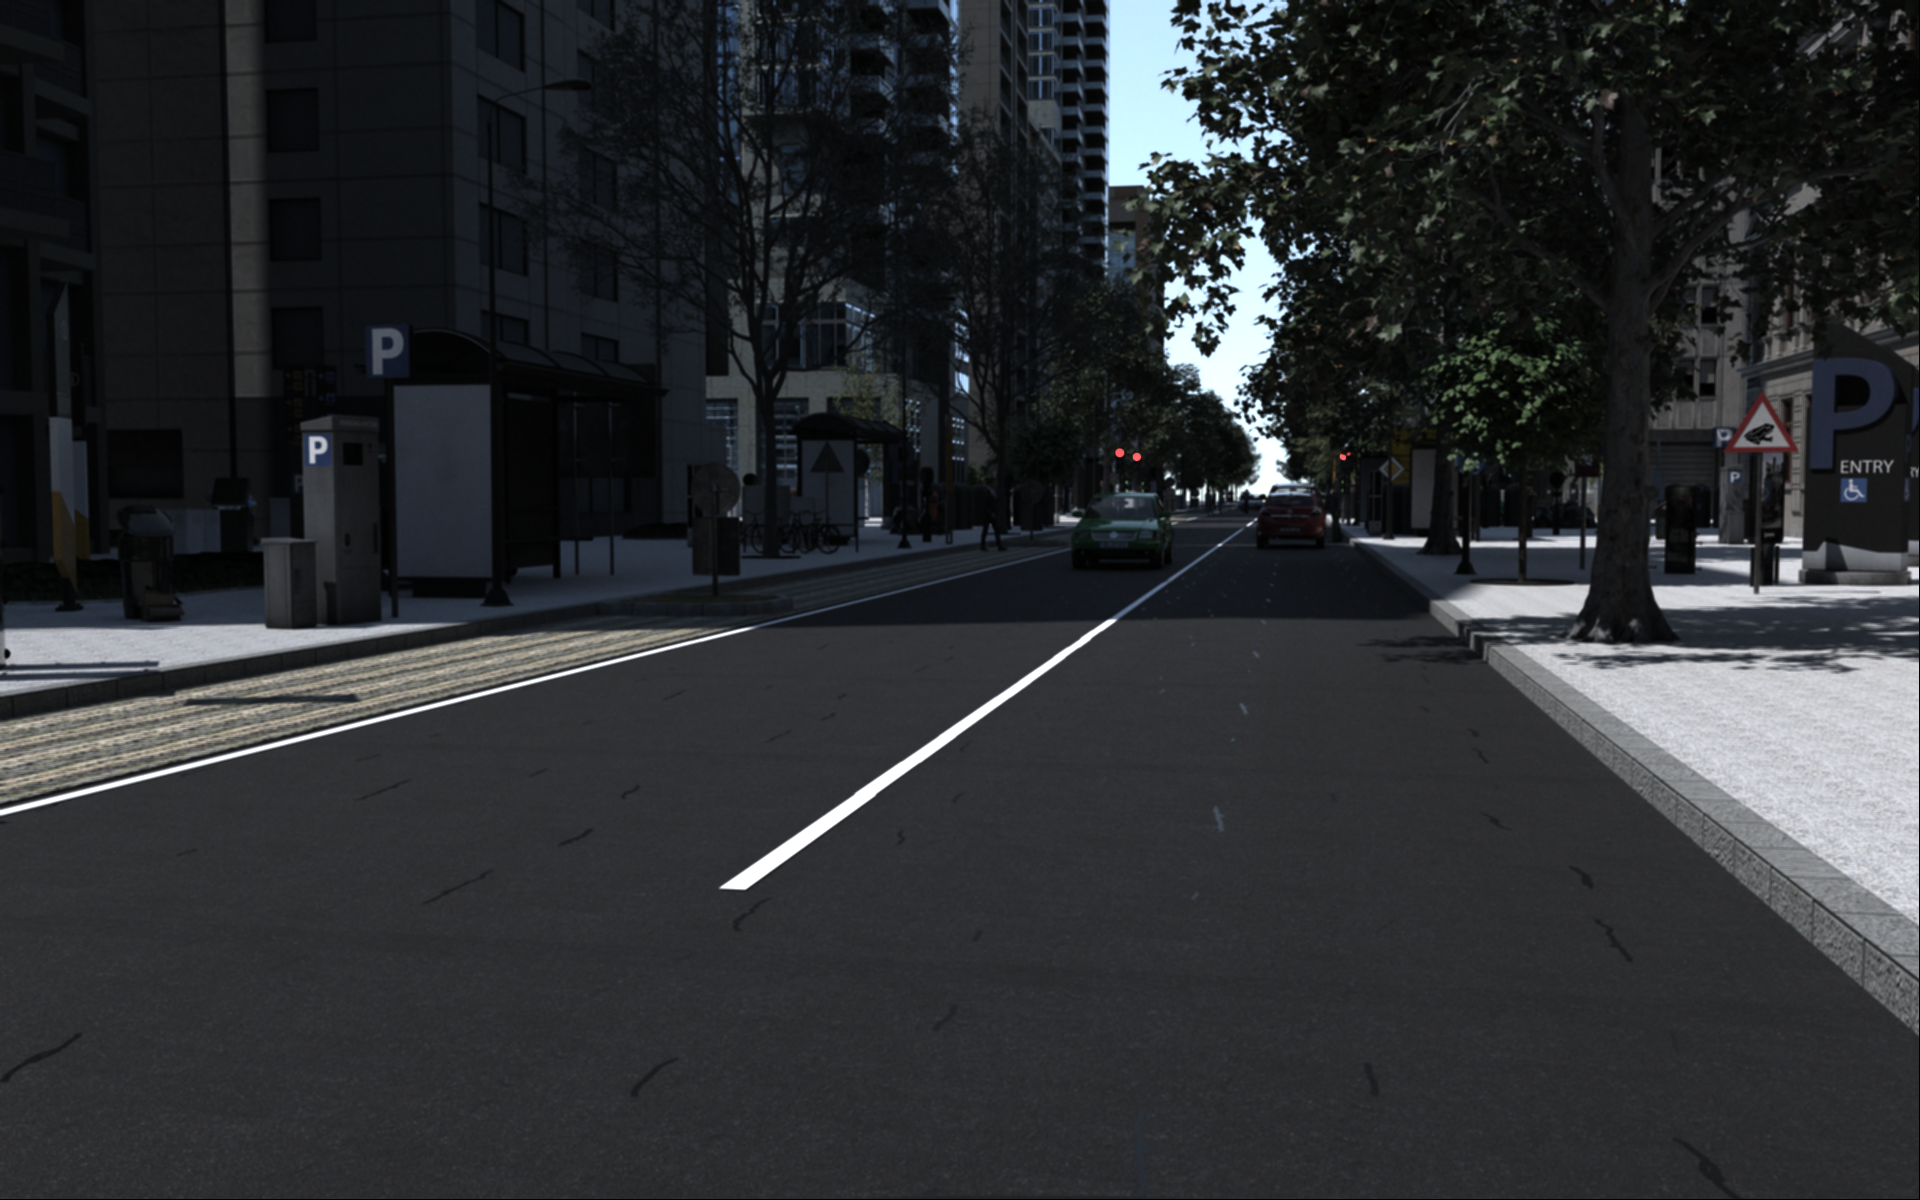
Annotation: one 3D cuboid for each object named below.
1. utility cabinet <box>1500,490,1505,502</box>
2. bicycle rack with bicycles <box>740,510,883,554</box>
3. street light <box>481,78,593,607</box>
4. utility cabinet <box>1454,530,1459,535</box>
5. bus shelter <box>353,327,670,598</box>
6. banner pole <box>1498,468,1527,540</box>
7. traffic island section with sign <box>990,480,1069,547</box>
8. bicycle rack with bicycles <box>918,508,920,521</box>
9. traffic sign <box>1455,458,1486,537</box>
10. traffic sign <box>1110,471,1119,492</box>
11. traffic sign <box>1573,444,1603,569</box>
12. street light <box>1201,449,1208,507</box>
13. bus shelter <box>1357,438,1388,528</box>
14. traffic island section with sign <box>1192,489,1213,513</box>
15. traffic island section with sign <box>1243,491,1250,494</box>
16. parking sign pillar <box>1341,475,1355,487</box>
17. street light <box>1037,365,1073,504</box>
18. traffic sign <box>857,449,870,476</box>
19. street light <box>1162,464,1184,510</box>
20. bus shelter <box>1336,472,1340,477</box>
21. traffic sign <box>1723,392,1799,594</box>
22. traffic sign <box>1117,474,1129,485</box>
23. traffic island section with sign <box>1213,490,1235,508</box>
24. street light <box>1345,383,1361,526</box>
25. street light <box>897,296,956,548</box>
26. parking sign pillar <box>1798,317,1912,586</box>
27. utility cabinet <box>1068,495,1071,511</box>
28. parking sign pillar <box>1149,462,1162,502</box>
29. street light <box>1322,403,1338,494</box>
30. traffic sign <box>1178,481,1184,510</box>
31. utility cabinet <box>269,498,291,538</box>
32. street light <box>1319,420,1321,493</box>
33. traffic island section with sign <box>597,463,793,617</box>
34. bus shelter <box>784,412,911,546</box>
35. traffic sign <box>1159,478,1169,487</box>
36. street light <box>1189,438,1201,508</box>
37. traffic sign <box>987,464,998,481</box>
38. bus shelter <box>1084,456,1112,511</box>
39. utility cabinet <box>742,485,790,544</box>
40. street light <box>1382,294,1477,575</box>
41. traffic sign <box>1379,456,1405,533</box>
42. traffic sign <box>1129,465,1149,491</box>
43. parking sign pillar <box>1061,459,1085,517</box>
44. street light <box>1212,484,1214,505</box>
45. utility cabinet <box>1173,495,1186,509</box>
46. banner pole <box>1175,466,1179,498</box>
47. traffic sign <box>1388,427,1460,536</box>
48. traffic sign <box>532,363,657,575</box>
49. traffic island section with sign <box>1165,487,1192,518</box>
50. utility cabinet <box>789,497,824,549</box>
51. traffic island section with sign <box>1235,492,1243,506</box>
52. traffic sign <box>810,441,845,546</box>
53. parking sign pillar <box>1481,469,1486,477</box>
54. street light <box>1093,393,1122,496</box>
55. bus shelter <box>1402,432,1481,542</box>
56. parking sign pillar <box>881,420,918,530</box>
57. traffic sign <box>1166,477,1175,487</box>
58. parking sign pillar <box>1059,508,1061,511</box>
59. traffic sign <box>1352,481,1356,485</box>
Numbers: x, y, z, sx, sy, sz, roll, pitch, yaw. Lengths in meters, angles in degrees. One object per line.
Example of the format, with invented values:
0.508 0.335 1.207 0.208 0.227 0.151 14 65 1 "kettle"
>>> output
30.945 -5.552 99.452 1.173 1.500 0.318 0 4 3 "utility cabinet"
-3.503 -1.507 38.028 2.852 0.926 2.925 -3 5 -42 "bicycle rack with bicycles"
-4.789 -2.879 19.616 1.470 5.913 1.316 1 4 11 "street light"
15.705 -2.676 54.912 0.306 1.237 1.020 1 4 14 "utility cabinet"
-5.917 -1.828 23.813 2.014 3.302 5.546 1 4 11 "bus shelter"
15.411 -3.564 48.284 0.863 3.779 0.401 3 4 36 "banner pole"
1.965 -2.382 47.576 1.989 1.847 2.006 1 4 11 "traffic island section with sign"
-1.537 -3.257 66.639 2.925 0.926 2.852 -1 4 -10 "bicycle rack with bicycles"
13.421 -2.783 45.600 0.768 2.556 0.104 1 4 13 "traffic sign"
8.726 -5.960 97.547 0.768 2.556 0.104 1 4 14 "traffic sign"
10.606 -1.794 29.439 0.768 2.556 0.104 1 4 16 "traffic sign"
21.179 -11.153 154.886 1.470 5.913 1.316 1 4 11 "street light"
15.182 -4.171 62.113 2.014 3.302 5.546 1 4 11 "bus shelter"
17.526 -7.341 128.648 1.989 1.847 2.006 1 4 11 "traffic island section with sign"
42.320 -15.241 257.824 1.989 1.847 2.006 1 4 11 "traffic island section with sign"
29.616 -8.799 132.327 1.447 3.967 1.447 -2 4 -31 "parking sign pillar"
3.346 -5.485 62.226 1.470 5.913 1.316 1 4 11 "street light"
-2.923 -2.993 49.034 0.768 2.556 0.104 1 4 15 "traffic sign"
14.894 -9.169 122.462 1.470 5.913 1.316 1 4 11 "street light"
32.923 -9.378 147.255 2.014 3.302 5.546 1 4 11 "bus shelter"
10.242 -1.357 22.199 0.884 2.594 0.081 1 4 16 "traffic sign"
9.141 -5.927 97.019 0.768 2.556 0.104 1 4 14 "traffic sign"
26.866 -10.315 177.282 1.989 1.847 2.006 1 4 11 "traffic island section with sign"
11.565 -4.663 48.777 1.470 5.913 1.316 1 4 11 "street light"
-0.785 -4.171 40.736 1.470 5.913 1.316 1 4 11 "street light"
12.845 -2.220 24.767 1.447 3.967 1.447 3 5 40 "parking sign pillar"
7.989 -7.120 127.569 0.306 1.237 1.020 0 4 7 "utility cabinet"
14.731 -8.790 132.189 1.447 3.967 1.447 -1 4 -13 "parking sign pillar"
15.477 -5.956 69.914 1.470 5.913 1.316 1 4 11 "street light"
17.857 -8.477 140.729 0.606 2.300 0.079 1 4 17 "traffic sign"
-10.995 -1.064 28.550 1.020 1.237 0.306 3 5 42 "utility cabinet"
18.985 -7.050 87.804 1.470 5.913 1.316 1 4 11 "street light"
-3.123 -0.763 21.104 1.989 1.847 2.006 1 4 11 "traffic island section with sign"
-2.867 -3.165 45.664 2.014 3.302 5.546 1 4 11 "bus shelter"
14.722 -7.692 125.763 0.884 2.594 0.081 1 4 14 "traffic sign"
18.934 -10.461 143.574 1.470 5.913 1.316 1 4 11 "street light"
1.498 -4.487 73.468 0.768 2.556 0.104 1 4 17 "traffic sign"
8.733 -7.164 108.407 1.731 3.624 6.357 1 4 11 "bus shelter"
-4.920 -2.154 43.900 1.173 1.500 0.318 -2 4 -24 "utility cabinet"
7.561 -3.371 27.657 1.470 5.913 1.316 1 4 11 "street light"
13.048 -3.132 52.389 0.795 2.450 0.064 1 4 12 "traffic sign"
12.365 -7.929 123.513 2.265 3.308 0.079 1 4 20 "traffic sign"
6.663 -6.641 97.054 1.447 3.967 1.447 0 4 -8 "parking sign pillar"
25.203 -12.460 176.262 1.470 5.913 1.316 1 4 11 "street light"
18.729 -8.361 147.867 1.020 1.237 0.306 1 4 21 "utility cabinet"
17.294 -9.075 138.392 0.401 3.779 0.863 -1 4 -15 "banner pole"
14.109 -3.578 52.373 2.265 3.308 0.079 1 4 14 "traffic sign"
-5.801 -2.051 27.401 2.265 3.308 0.079 1 4 20 "traffic sign"
12.448 -5.721 102.173 1.989 1.847 2.006 1 4 11 "traffic island section with sign"
-3.621 -1.823 40.974 0.306 1.237 1.020 -3 5 -40 "utility cabinet"
31.982 -11.943 203.897 1.989 1.847 2.006 1 4 11 "traffic island section with sign"
-3.263 -2.601 42.536 0.884 2.594 0.081 1 4 14 "traffic sign"
31.273 -7.115 104.799 1.447 3.967 1.447 -1 4 -12 "parking sign pillar"
6.741 -6.563 79.839 1.470 5.913 1.316 1 4 11 "street light"
13.690 -3.369 49.009 2.014 3.302 5.546 1 4 11 "bus shelter"
-2.174 -4.561 63.039 1.447 3.967 1.447 -3 5 -39 "parking sign pillar"
15.572 -7.854 128.524 0.768 2.556 0.104 1 4 16 "traffic sign"
8.395 -8.871 133.505 1.447 3.967 1.447 -3 5 -40 "parking sign pillar"
22.418 -6.097 99.688 0.884 2.594 0.081 1 4 14 "traffic sign"
